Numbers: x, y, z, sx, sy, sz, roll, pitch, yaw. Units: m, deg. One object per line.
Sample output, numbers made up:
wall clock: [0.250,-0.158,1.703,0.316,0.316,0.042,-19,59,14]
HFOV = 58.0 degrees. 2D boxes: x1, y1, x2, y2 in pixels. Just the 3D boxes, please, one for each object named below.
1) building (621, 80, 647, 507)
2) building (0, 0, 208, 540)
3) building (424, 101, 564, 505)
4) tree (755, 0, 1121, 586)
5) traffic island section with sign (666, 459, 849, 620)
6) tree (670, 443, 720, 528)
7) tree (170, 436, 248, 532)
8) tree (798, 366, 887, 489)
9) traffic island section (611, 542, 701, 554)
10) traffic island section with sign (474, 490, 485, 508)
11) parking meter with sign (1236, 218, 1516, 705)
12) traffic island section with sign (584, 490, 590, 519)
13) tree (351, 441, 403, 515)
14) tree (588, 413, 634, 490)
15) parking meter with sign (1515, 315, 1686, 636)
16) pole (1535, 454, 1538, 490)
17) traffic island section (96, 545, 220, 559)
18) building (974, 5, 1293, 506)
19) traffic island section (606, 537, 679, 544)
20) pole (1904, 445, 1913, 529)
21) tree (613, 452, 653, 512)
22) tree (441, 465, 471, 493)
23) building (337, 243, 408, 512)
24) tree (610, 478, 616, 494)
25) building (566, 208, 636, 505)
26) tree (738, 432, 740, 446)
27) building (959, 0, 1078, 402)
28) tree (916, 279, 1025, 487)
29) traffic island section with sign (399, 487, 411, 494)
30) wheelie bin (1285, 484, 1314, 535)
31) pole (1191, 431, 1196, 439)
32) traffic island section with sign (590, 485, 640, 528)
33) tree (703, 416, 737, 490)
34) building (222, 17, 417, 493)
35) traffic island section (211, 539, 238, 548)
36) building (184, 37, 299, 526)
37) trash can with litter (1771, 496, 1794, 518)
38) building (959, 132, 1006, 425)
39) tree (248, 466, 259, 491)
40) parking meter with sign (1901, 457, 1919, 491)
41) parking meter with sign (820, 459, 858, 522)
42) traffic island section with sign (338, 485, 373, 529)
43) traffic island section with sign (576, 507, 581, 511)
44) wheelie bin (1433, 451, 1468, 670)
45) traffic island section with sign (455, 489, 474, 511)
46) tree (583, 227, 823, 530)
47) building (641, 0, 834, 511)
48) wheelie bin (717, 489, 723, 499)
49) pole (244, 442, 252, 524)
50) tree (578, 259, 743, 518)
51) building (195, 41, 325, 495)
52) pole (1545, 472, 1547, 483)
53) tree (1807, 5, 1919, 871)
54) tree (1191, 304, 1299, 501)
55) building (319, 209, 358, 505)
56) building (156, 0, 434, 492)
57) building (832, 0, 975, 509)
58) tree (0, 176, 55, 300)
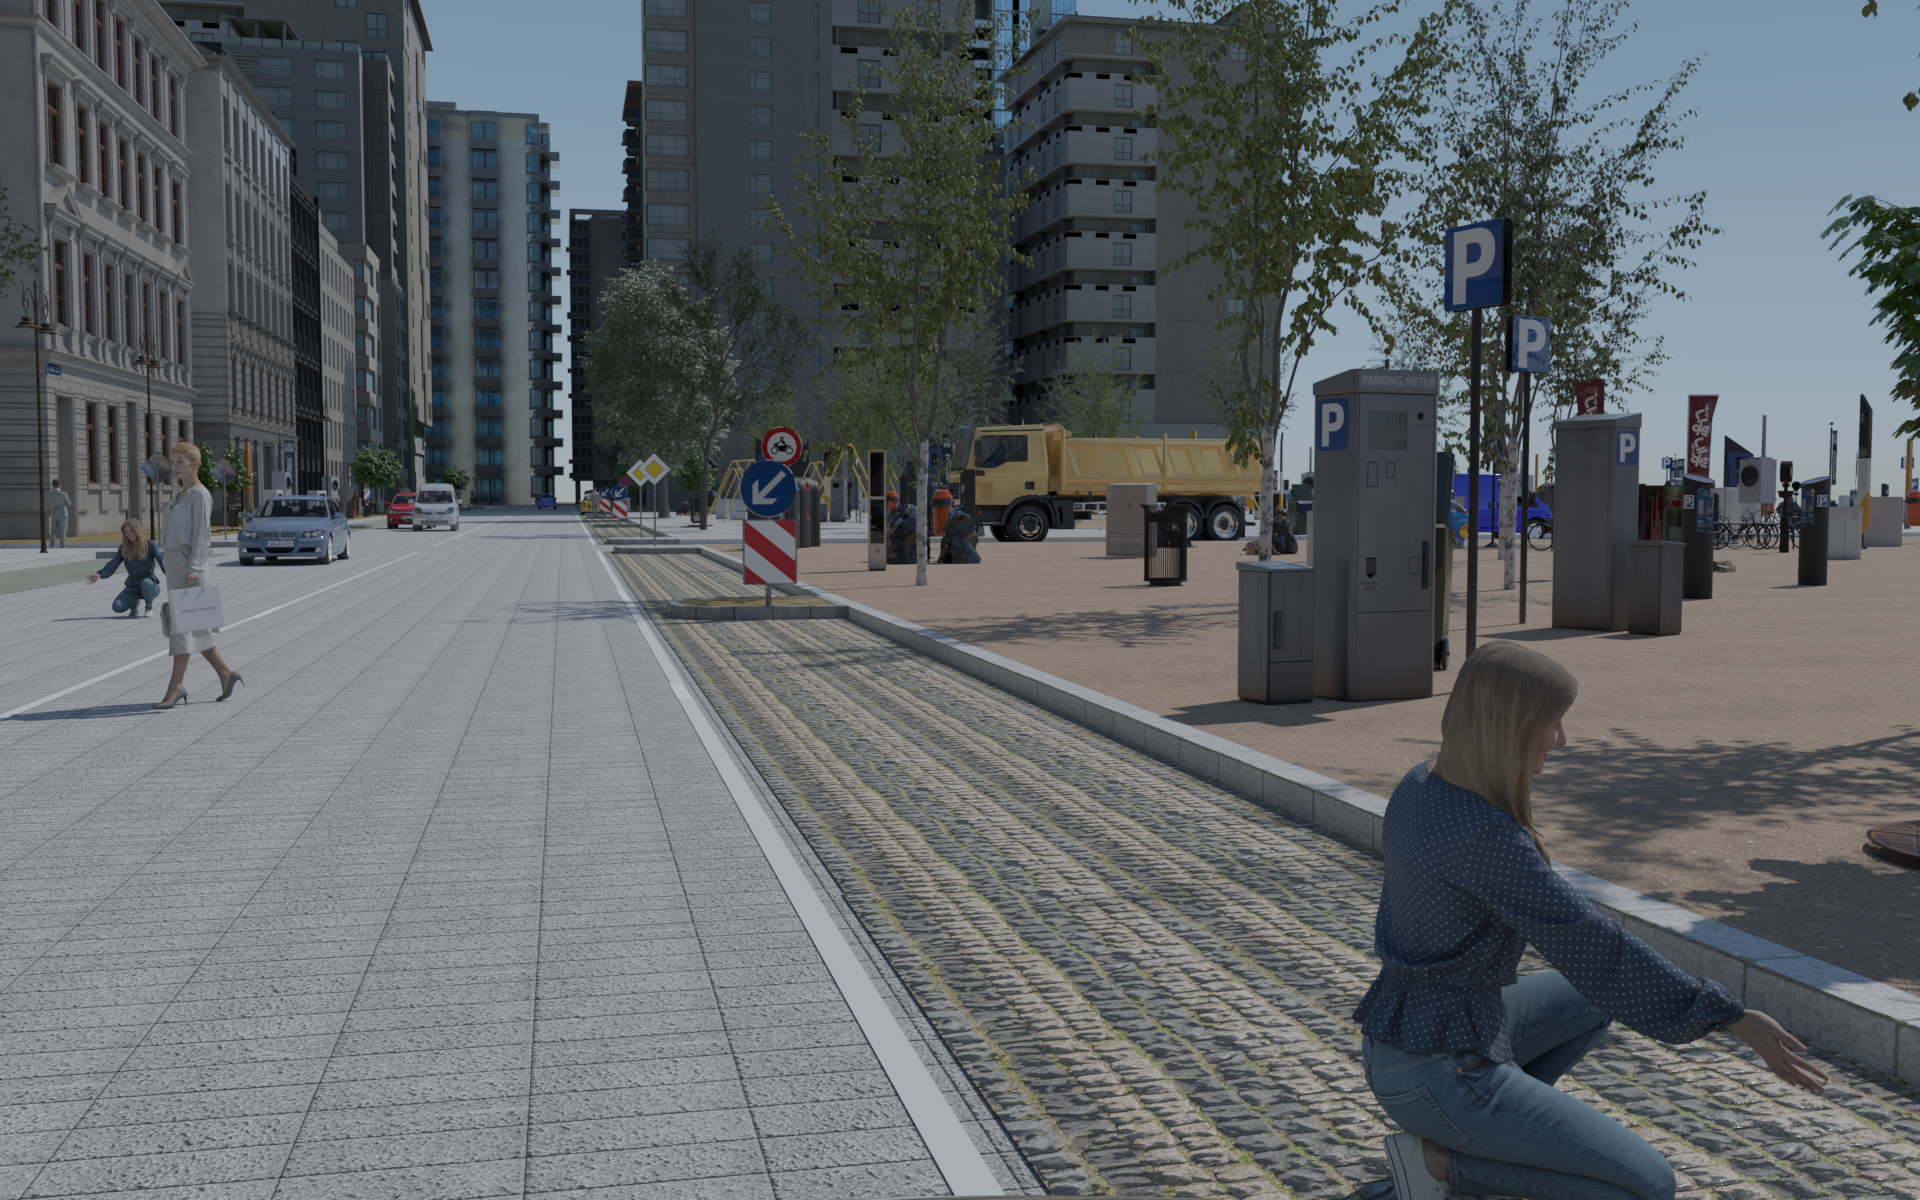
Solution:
building: [-24.442,-32.404,184.431,22.147,44.769,28.867,-1,4,-13]
building: [-32.748,-13.488,56.689,11.583,22.565,21.152,-1,4,-13]
building: [-64.769,-36.337,213.723,30.456,49.044,23.786,-1,4,-13]
tree: [-0.628,-4.521,24.274,4.737,8.622,4.395,0,3,0]
traffic island section with sign: [-2.454,-0.725,20.485,1.989,1.847,2.006,-1,4,-13]
tree: [-10.288,-4.544,68.899,1.663,3.219,1.824,0,3,0]
tree: [-25.404,-3.895,58.286,1.663,3.219,1.824,0,3,0]
tree: [-7.045,-9.058,98.468,4.360,8.622,3.978,0,3,0]
traffic island section: [-7.439,-1.230,42.384,2.009,0.180,2.903,-1,4,-13]
traffic island section with sign: [-48.612,-10.073,173.317,1.989,1.847,2.006,-1,4,-13]
parking meter with sign: [2.586,-0.895,10.888,1.738,3.016,0.543,-2,4,-25]
traffic island section with sign: [-20.791,-5.638,100.801,1.989,1.847,2.006,-1,4,-13]
tree: [-35.902,-7.502,106.373,4.285,4.588,4.351,0,3,0]
tree: [-29.008,-11.969,146.049,4.360,8.622,3.978,0,3,0]
parking meter with sign: [6.013,-1.230,16.373,0.543,3.016,1.738,-2,4,-32]
pole: [29.392,-5.780,88.350,0.158,3.312,0.155,0,3,0]
traffic island section: [-18.448,-1.077,39.883,2.009,0.180,2.903,-1,4,-13]
building: [18.593,-36.999,194.176,27.495,52.752,28.713,-1,4,-13]
traffic island section: [-9.218,-1.706,50.169,2.009,0.180,2.903,-1,4,-13]
pole: [34.904,-4.274,63.727,0.158,3.312,0.155,0,3,0]
tree: [-23.597,-8.679,125.609,4.285,4.588,4.351,0,3,0]
tree: [-57.075,-12.980,195.937,4.285,4.588,4.351,0,3,0]
building: [-57.669,-17.495,131.080,27.650,21.520,28.899,-1,4,-13]
tree: [-36.152,-11.412,181.188,1.663,3.219,1.824,0,3,0]
building: [-38.498,-32.545,223.996,23.993,40.220,32.217,-1,4,-13]
tree: [-11.466,-9.758,109.912,4.737,8.622,4.395,0,3,0]
building: [3.436,-55.951,227.472,31.000,86.520,22.319,-1,4,-13]
tree: [0.220,-6.702,59.936,4.360,8.622,3.978,0,3,0]
traffic island section with sign: [-31.576,-5.511,98.739,1.989,1.847,2.006,-1,4,-13]
wheelie bin: [10.662,-2.845,54.430,0.980,1.594,0.693,-1,4,-18]
pole: [7.510,-3.787,55.768,0.158,3.312,0.155,0,3,0]
traffic island section with sign: [-14.725,-4.014,74.253,1.989,1.847,2.006,-1,4,-13]
tree: [-16.725,-10.060,114.839,4.360,8.622,3.978,0,3,0]
building: [-56.273,-28.710,152.998,14.154,41.232,14.086,-1,4,-13]
traffic island section: [-20.227,-1.553,47.668,2.009,0.180,2.903,-1,4,-13]
building: [-35.633,-13.895,76.340,9.793,20.994,18.267,-1,4,-13]
trash can with litter: [45.015,-5.126,94.864,1.678,1.210,2.233,-3,5,-43]
building: [-3.203,-31.376,196.596,14.086,41.232,14.154,-1,4,-13]
tree: [-25.427,-4.045,60.736,1.663,3.219,1.824,0,3,0]
parking meter with sign: [44.316,-5.163,80.676,0.543,3.016,1.738,1,4,15]
parking meter with sign: [-5.558,-5.069,79.145,1.738,3.016,0.543,0,4,8]
traffic island section with sign: [-25.403,-3.859,71.726,1.989,1.847,2.006,-1,4,-13]
traffic island section with sign: [-31.940,-8.621,149.577,1.989,1.847,2.006,-1,4,-13]
wheelie bin: [3.308,-0.306,12.904,0.980,1.594,0.693,1,4,21]
traffic island section with sign: [-42.580,-8.460,146.953,1.989,1.847,2.006,-1,4,-13]
tree: [-9.173,-7.766,61.380,8.767,10.594,7.601,0,4,-8]
building: [-17.723,-27.650,135.668,14.154,41.232,14.086,-1,4,-13]
wheelie bin: [-15.798,-6.366,111.994,0.980,1.594,0.693,2,4,31]
pole: [-27.718,-4.503,67.459,0.158,3.312,0.155,0,3,0]
tree: [-16.066,-11.444,93.770,9.857,13.997,8.962,0,3,0]
building: [-41.655,-16.066,92.351,12.332,23.373,15.834,-1,4,-13]
pole: [46.169,-8.724,136.483,0.158,3.312,0.155,0,3,0]
tree: [3.876,-0.691,5.901,1.663,3.219,1.824,0,3,0]
tree: [11.050,-7.202,68.111,4.360,8.622,3.978,0,3,0]
building: [-44.344,-15.524,108.568,10.420,20.320,16.860,-1,4,-13]
building: [-67.870,-35.771,174.088,27.495,52.752,28.713,-1,4,-13]
building: [-14.131,-34.758,157.530,28.713,52.752,27.495,-1,4,-13]
tree: [-17.429,-5.560,25.322,8.767,10.594,7.601,1,4,17]
